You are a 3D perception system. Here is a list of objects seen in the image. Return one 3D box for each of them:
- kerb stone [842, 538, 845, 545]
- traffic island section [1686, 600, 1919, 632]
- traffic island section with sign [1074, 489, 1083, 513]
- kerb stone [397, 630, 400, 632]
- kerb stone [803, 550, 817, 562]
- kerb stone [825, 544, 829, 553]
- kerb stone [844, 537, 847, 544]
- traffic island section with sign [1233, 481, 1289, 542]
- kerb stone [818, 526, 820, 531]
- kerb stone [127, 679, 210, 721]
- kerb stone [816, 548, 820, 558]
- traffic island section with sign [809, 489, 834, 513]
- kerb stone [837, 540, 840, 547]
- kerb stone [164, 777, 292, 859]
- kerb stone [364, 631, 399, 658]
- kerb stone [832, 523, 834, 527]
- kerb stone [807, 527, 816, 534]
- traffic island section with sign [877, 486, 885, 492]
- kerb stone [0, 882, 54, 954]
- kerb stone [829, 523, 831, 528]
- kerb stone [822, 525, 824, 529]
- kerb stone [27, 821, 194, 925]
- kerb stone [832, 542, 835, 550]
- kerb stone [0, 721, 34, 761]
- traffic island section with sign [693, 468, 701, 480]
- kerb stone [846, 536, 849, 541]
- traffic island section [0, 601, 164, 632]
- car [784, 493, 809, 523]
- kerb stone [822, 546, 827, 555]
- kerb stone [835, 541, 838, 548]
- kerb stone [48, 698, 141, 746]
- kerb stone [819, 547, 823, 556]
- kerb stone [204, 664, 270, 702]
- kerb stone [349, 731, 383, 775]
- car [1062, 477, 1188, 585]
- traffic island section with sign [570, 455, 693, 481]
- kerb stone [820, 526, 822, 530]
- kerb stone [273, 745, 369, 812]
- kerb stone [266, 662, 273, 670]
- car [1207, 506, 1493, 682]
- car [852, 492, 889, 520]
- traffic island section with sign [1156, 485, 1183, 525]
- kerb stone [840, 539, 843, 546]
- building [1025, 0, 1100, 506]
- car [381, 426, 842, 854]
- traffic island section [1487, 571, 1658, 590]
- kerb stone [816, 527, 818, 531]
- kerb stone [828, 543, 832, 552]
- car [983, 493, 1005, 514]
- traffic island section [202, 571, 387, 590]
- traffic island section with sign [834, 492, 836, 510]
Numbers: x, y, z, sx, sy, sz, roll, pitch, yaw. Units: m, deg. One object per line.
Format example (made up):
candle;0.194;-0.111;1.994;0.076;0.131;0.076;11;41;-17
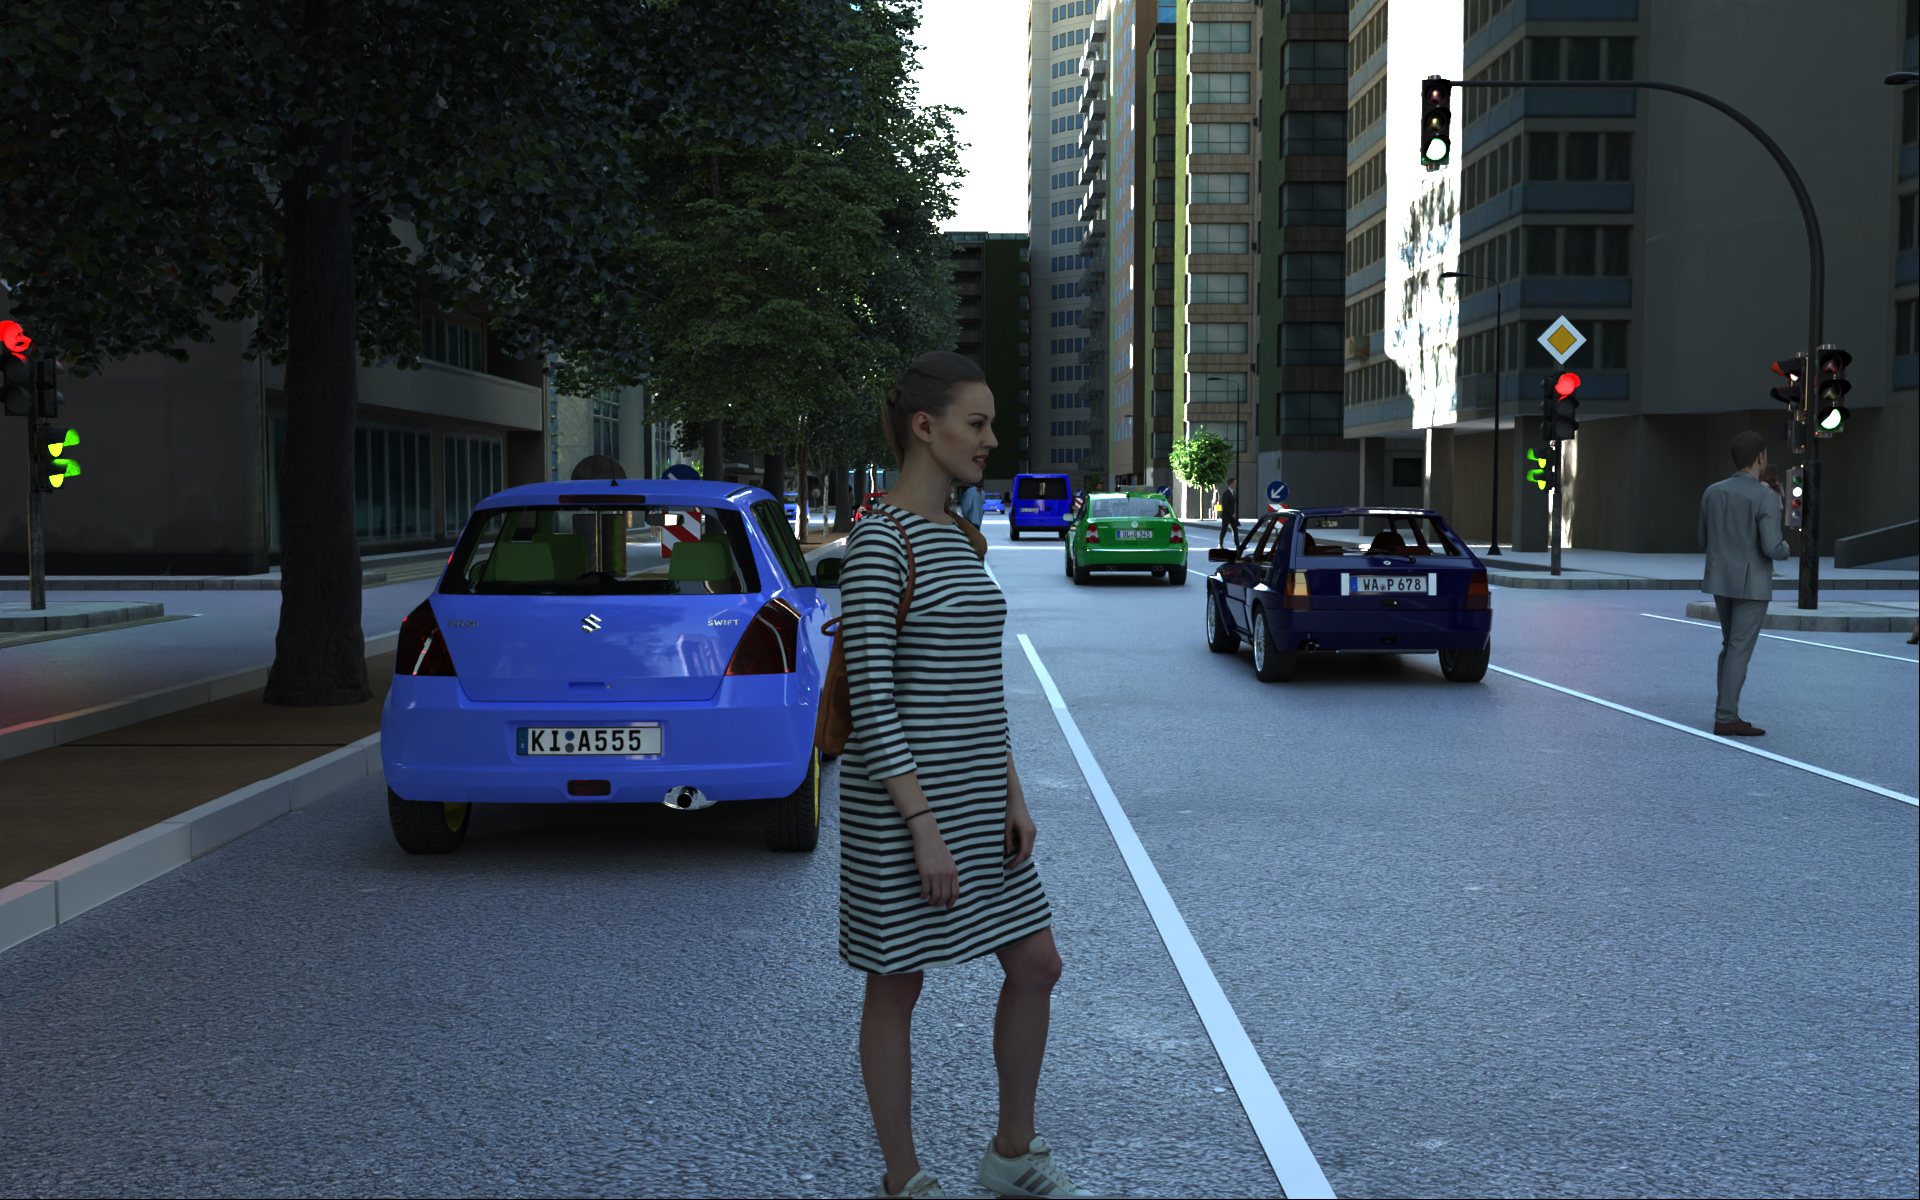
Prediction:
kerb stone;-3.340;-1.568;47.830;0.120;0.150;1.000;0;4;0
traffic island section;9.484;0.178;19.369;2.009;0.180;2.903;0;4;0
traffic island section with sign;8.745;-7.404;129.689;1.989;1.847;2.006;0;4;0
kerb stone;-5.229;0.351;16.456;0.120;0.150;1.000;0;4;0
kerb stone;-3.263;-0.939;37.556;0.120;0.150;1.000;0;4;0
kerb stone;-3.298;-1.191;41.668;0.120;0.150;1.000;0;4;0
kerb stone;-3.342;-1.626;48.855;0.120;0.150;1.000;0;4;0
traffic island section with sign;9.270;-2.650;51.953;1.989;1.847;2.006;0;4;0
kerb stone;-5.561;-2.696;66.289;0.120;0.150;1.000;0;4;0
kerb stone;-5.195;0.665;11.324;0.120;0.150;1.000;0;4;0
kerb stone;-3.272;-1.002;38.586;0.120;0.150;1.000;0;4;0
traffic island section with sign;-10.673;-7.364;129.029;1.989;1.847;2.006;0;4;0
kerb stone;-3.330;-1.442;45.775;0.120;0.150;1.000;0;4;0
kerb stone;-3.069;0.913;7.275;0.120;0.150;1.000;0;4;0
kerb stone;-5.225;0.414;15.434;0.120;0.150;1.000;0;4;0
kerb stone;-5.636;-3.324;76.537;0.120;0.150;1.000;0;4;0
kerb stone;-5.544;-2.564;64.238;0.120;0.150;1.000;0;4;0
traffic island section with sign;-4.750;-5.745;102.060;2.006;1.907;1.989;0;4;0
kerb stone;-3.051;1.038;5.232;0.120;0.150;1.000;0;4;0
kerb stone;-5.602;-3.073;72.438;0.120;0.150;1.000;0;4;0
kerb stone;-5.575;-2.818;68.337;0.120;0.150;1.000;0;4;0
kerb stone;-3.057;0.975;6.253;0.120;0.150;1.000;0;4;0
kerb stone;-3.315;-1.317;43.729;0.120;0.150;1.000;0;4;0
kerb stone;-5.173;0.790;9.280;0.120;0.150;1.000;0;4;0
traffic island section with sign;-4.233;-1.149;26.923;2.006;1.907;1.989;0;4;0
kerb stone;-3.350;-1.693;49.880;0.120;0.150;1.000;0;4;0
traffic island section;-10.257;0.186;19.241;2.009;0.180;2.903;0;4;0
car;-8.297;-4.566;84.237;1.945;1.707;3.694;0;3;0
kerb stone;-3.285;-1.127;40.632;0.120;0.150;1.000;0;4;0
kerb stone;-3.315;-1.377;44.753;0.120;0.150;1.000;0;4;0
kerb stone;-5.182;0.735;10.303;0.120;0.150;1.000;0;4;0
kerb stone;-3.284;-1.062;39.608;0.120;0.150;1.000;0;4;0
kerb stone;-5.198;0.602;12.358;0.120;0.150;1.000;0;4;0
kerb stone;-3.078;0.789;9.324;0.120;0.150;1.000;0;4;0
car;2.699;-1.220;28.746;1.959;1.807;4.718;0;4;1
traffic island section with sign;-4.193;-0.696;19.516;2.006;1.907;1.989;0;4;0
kerb stone;-5.571;-2.759;67.311;0.120;0.150;1.000;0;4;0
kerb stone;-3.073;0.855;8.303;0.120;0.150;1.000;0;4;0
kerb stone;-5.197;0.539;13.380;0.120;0.150;1.000;0;4;0
car;3.130;-0.120;14.538;1.945;1.354;3.894;0;4;0
car;-2.098;-2.533;50.448;2.155;1.783;4.494;0;4;-2
traffic island section with sign;9.090;-4.310;79.097;1.989;1.847;2.006;0;4;0
kerb stone;-3.328;-1.505;46.806;0.120;0.150;1.000;0;4;0
building;21.831;-40.006;196.090;28.212;58.520;21.231;0;4;0
car;-1.445;0.084;8.219;1.945;1.707;3.694;0;4;-2
traffic island section;9.430;-0.310;27.354;2.009;0.180;2.903;0;4;0
kerb stone;-5.555;-2.634;65.263;0.120;0.150;1.000;0;4;0
kerb stone;-3.302;-1.254;42.699;0.120;0.150;1.000;0;4;0
car;2.307;-6.940;123.062;1.945;1.707;3.694;0;4;-1
traffic island section;-10.311;-0.302;27.226;2.009;0.180;2.903;0;4;0
traffic island section with sign;-10.855;-9.013;155.983;1.989;1.847;2.006;0;4;0
